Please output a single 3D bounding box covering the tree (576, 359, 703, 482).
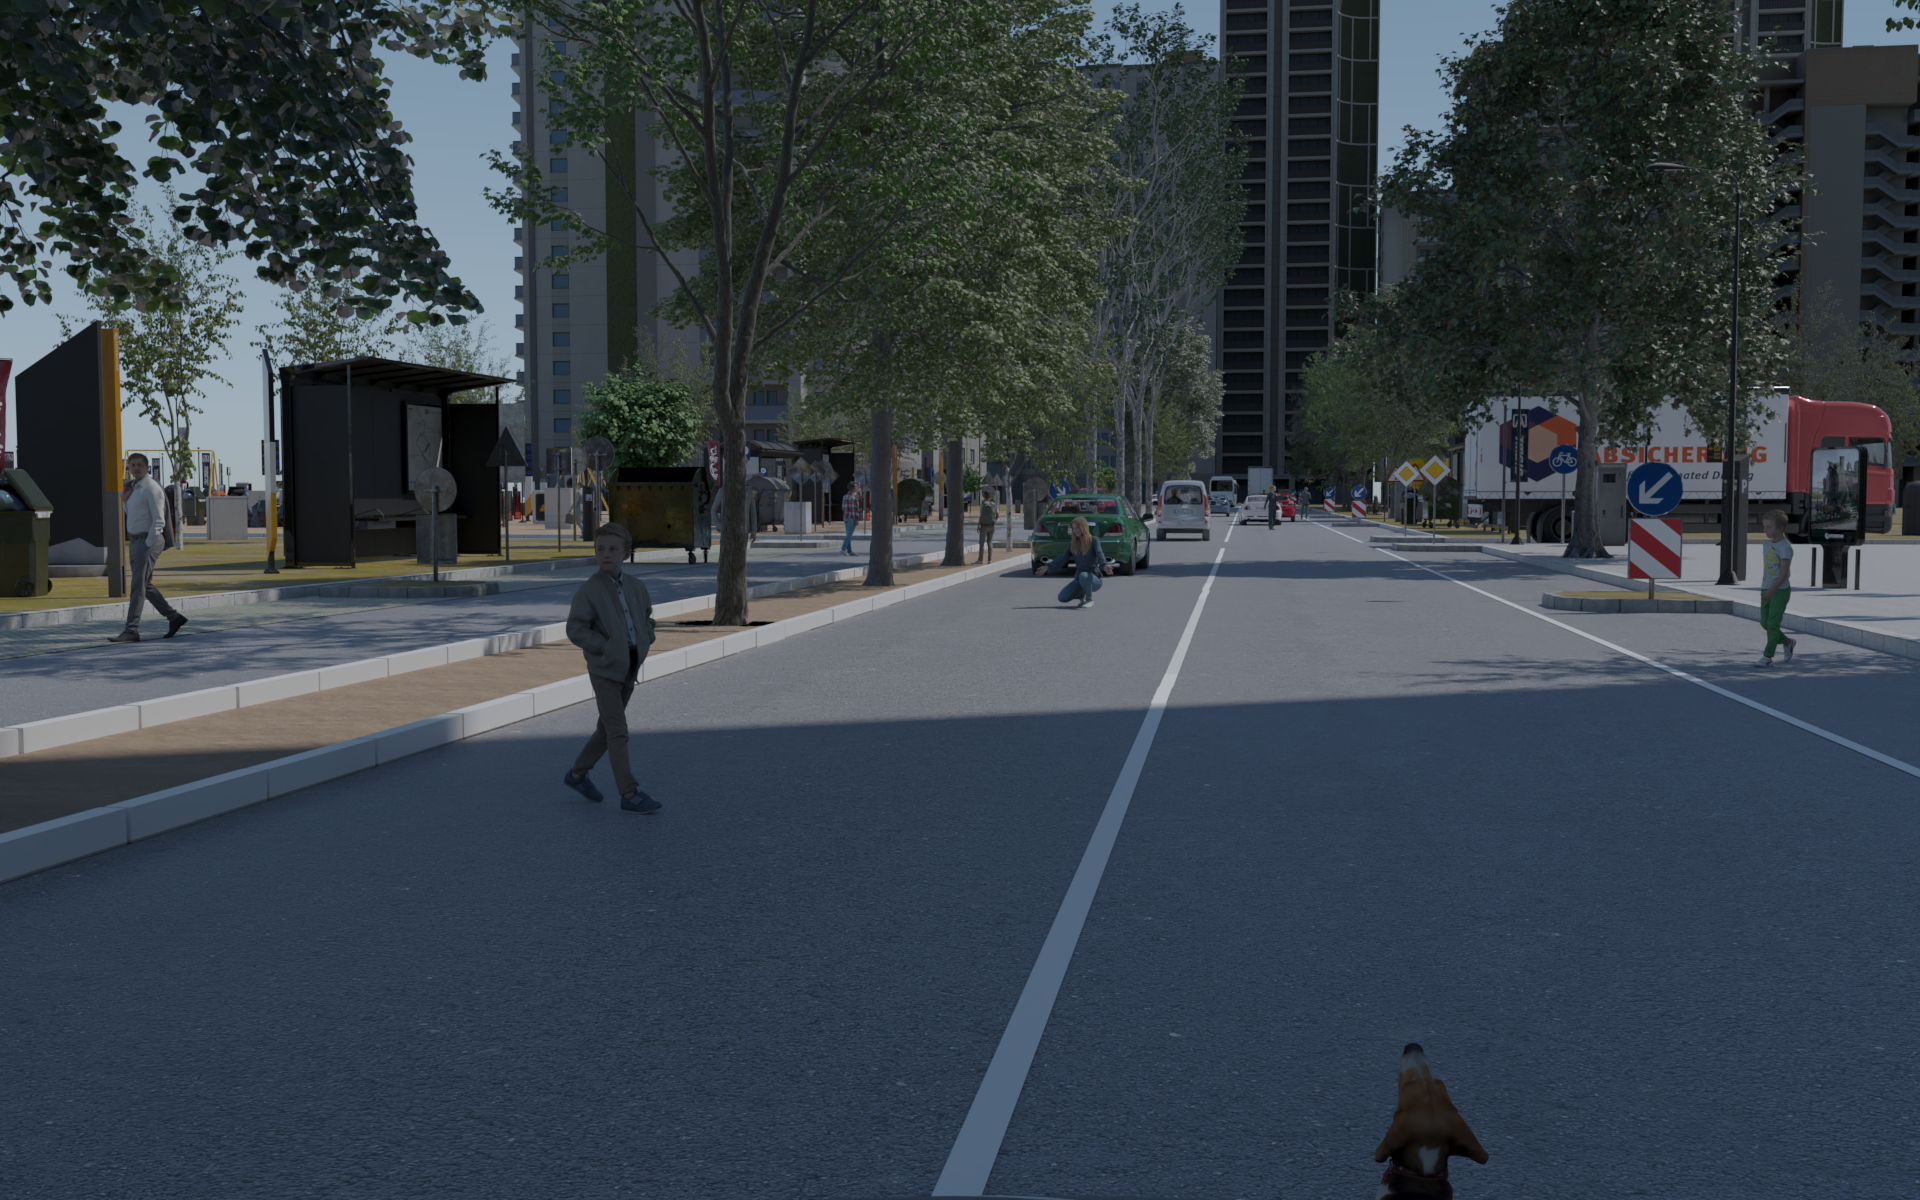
[{"bbox_3d":[-7.845,-3.577,42.206,4.285,4.588,4.351,0,3,0],"label":"tree"}]

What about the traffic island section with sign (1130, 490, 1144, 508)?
[{"bbox_3d":[18.290,-10.615,182.185,1.989,1.847,2.006,1,4,9],"label":"traffic island section with sign"}]

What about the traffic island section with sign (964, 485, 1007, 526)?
[{"bbox_3d":[1.289,-4.310,79.100,1.989,1.847,2.006,1,4,9],"label":"traffic island section with sign"}]

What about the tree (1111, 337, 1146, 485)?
[{"bbox_3d":[3.403,-6.227,54.637,4.737,8.622,4.395,0,3,0],"label":"tree"}]

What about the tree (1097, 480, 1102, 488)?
[{"bbox_3d":[13.766,-10.968,173.931,1.663,3.219,1.824,0,3,0],"label":"tree"}]

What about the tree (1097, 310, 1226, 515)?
[{"bbox_3d":[13.801,-12.843,119.088,9.857,13.997,8.962,0,3,0],"label":"tree"}]

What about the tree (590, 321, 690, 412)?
[{"bbox_3d":[-13.245,-7.509,73.130,4.360,8.622,3.978,0,3,0],"label":"tree"}]

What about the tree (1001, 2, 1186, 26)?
[{"bbox_3d":[3.749,-12.571,63.884,12.611,20.169,13.585,0,3,0],"label":"tree"}]

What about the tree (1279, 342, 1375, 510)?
[{"bbox_3d":[30.825,-13.986,139.038,12.009,13.543,11.850,0,3,0],"label":"tree"}]

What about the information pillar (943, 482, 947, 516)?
[{"bbox_3d":[-0.904,-5.809,99.467,0.304,2.012,0.304,-2,4,-30],"label":"information pillar"}]

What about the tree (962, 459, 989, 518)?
[{"bbox_3d":[0.532,-6.086,94.112,1.663,3.219,1.824,0,3,0],"label":"tree"}]

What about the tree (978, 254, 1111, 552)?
[{"bbox_3d":[1.215,-5.466,42.191,4.737,8.622,4.395,0,3,0],"label":"tree"}]

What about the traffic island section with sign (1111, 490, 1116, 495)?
[{"bbox_3d":[13.899,-8.988,155.589,1.989,1.847,2.006,1,4,9],"label":"traffic island section with sign"}]

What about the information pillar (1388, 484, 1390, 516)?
[{"bbox_3d":[24.678,-5.781,99.006,0.304,2.012,0.304,-3,5,-44],"label":"information pillar"}]

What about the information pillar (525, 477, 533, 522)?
[{"bbox_3d":[-20.136,-5.471,80.798,0.504,3.616,0.183,3,4,37],"label":"information pillar"}]

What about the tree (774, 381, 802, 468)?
[{"bbox_3d":[-8.288,-9.257,101.710,4.737,8.622,4.395,0,3,0],"label":"tree"}]

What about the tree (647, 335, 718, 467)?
[{"bbox_3d":[-12.286,-7.898,79.501,4.737,8.622,4.395,0,3,0],"label":"tree"}]

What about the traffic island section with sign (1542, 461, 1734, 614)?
[{"bbox_3d":[8.449,-0.806,21.804,1.989,1.847,2.006,1,4,9],"label":"traffic island section with sign"}]

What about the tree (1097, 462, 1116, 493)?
[{"bbox_3d":[16.792,-12.864,194.039,4.285,4.588,4.351,0,3,0],"label":"tree"}]

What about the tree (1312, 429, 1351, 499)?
[{"bbox_3d":[34.247,-12.723,158.387,4.737,8.622,4.395,0,3,0],"label":"tree"}]

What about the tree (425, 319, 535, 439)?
[{"bbox_3d":[-20.143,-7.435,71.931,4.360,8.622,3.978,0,3,0],"label":"tree"}]

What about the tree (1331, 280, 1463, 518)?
[{"bbox_3d":[23.600,-10.658,92.385,7.486,12.596,7.792,0,3,0],"label":"tree"}]

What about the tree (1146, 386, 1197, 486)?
[{"bbox_3d":[13.214,-9.728,111.865,4.737,8.622,4.395,0,3,0],"label":"tree"}]

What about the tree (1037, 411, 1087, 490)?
[{"bbox_3d":[7.374,-10.980,129.886,4.360,8.622,3.978,0,3,0],"label":"tree"}]

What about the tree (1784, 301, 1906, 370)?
[{"bbox_3d":[35.913,-7.259,69.055,4.360,8.622,3.978,0,3,0],"label":"tree"}]

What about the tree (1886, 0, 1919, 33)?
[{"bbox_3d":[10.366,-3.970,15.266,4.737,8.622,4.395,0,3,0],"label":"tree"}]

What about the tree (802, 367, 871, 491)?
[{"bbox_3d":[-5.491,-8.762,93.624,4.737,8.622,4.395,0,3,0],"label":"tree"}]

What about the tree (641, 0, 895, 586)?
[{"bbox_3d":[-1.275,-6.512,27.053,7.486,12.596,7.792,0,3,0],"label":"tree"}]

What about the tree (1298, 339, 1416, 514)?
[{"bbox_3d":[26.013,-11.404,112.211,9.928,11.665,9.643,0,3,0],"label":"tree"}]

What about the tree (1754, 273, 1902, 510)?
[{"bbox_3d":[28.354,-6.623,58.644,4.360,8.622,3.978,0,3,0],"label":"tree"}]

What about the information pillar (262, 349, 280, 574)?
[{"bbox_3d":[-11.072,-2.228,27.784,0.183,3.616,0.504,-2,4,-32],"label":"information pillar"}]

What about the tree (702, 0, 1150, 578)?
[{"bbox_3d":[-0.148,-6.970,34.541,7.486,12.596,7.792,0,3,0],"label":"tree"}]

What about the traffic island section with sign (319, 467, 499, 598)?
[{"bbox_3d":[-7.694,-0.977,24.607,1.989,1.847,2.006,1,4,9],"label":"traffic island section with sign"}]

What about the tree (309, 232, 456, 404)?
[{"bbox_3d":[-16.665,-5.822,45.558,4.737,8.622,4.395,0,3,0],"label":"tree"}]

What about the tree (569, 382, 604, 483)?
[{"bbox_3d":[-23.085,-9.786,110.358,4.737,8.622,4.395,0,3,0],"label":"tree"}]

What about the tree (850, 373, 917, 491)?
[{"bbox_3d":[-3.598,-8.338,86.685,4.360,8.622,3.978,0,3,0],"label":"tree"}]

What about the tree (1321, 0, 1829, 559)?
[{"bbox_3d":[12.541,-7.188,34.528,9.611,12.733,9.660,0,3,0],"label":"tree"}]

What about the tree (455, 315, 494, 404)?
[{"bbox_3d":[-19.802,-7.115,66.700,4.737,8.622,4.395,0,3,0],"label":"tree"}]

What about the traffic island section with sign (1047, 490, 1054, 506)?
[{"bbox_3d":[5.681,-5.937,105.696,1.989,1.847,2.006,1,4,9],"label":"traffic island section with sign"}]

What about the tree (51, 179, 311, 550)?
[{"bbox_3d":[-18.144,-5.451,39.488,4.737,8.622,4.395,0,3,0],"label":"tree"}]

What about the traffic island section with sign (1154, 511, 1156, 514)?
[{"bbox_3d":[15.354,-7.310,127.656,2.006,1.907,1.989,1,4,9],"label":"traffic island section with sign"}]

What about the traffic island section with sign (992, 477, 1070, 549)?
[{"bbox_3d":[1.930,-2.328,46.205,2.006,1.907,1.989,1,4,9],"label":"traffic island section with sign"}]

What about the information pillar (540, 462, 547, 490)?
[{"bbox_3d":[-29.872,-8.122,124.145,0.504,3.616,0.183,0,4,3],"label":"information pillar"}]

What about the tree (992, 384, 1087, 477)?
[{"bbox_3d":[5.517,-11.509,122.586,7.601,10.594,8.767,1,4,21],"label":"tree"}]

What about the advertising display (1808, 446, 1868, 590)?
[{"bbox_3d":[11.921,-1.122,23.551,0.123,1.923,0.974,-1,4,-12],"label":"advertising display"}]

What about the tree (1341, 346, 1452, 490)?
[{"bbox_3d":[21.220,-8.127,83.240,4.360,8.622,3.978,0,3,0],"label":"tree"}]

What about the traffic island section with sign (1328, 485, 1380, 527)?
[{"bbox_3d":[17.448,-4.147,76.437,1.989,1.847,2.006,1,4,9],"label":"traffic island section with sign"}]

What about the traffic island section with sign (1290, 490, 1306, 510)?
[{"bbox_3d":[30.074,-8.833,153.046,1.989,1.847,2.006,1,4,9],"label":"traffic island section with sign"}]

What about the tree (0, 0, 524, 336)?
[{"bbox_3d":[-4.821,-5.984,6.955,9.857,13.997,8.962,0,3,0],"label":"tree"}]

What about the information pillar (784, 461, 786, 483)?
[{"bbox_3d":[-11.145,-7.227,109.519,0.183,3.616,0.504,1,4,17],"label":"information pillar"}]

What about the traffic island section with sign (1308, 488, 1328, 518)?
[{"bbox_3d":[21.837,-5.774,103.034,1.989,1.847,2.006,1,4,9],"label":"traffic island section with sign"}]

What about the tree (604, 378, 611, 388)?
[{"bbox_3d":[-15.491,-8.603,91.018,4.737,8.622,4.395,0,3,0],"label":"tree"}]

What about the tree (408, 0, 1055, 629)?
[{"bbox_3d":[-2.401,-5.513,18.358,9.928,11.665,9.643,0,3,0],"label":"tree"}]

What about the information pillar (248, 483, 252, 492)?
[{"bbox_3d":[-47.862,-6.861,116.673,0.304,2.012,0.304,-2,4,-30],"label":"information pillar"}]
